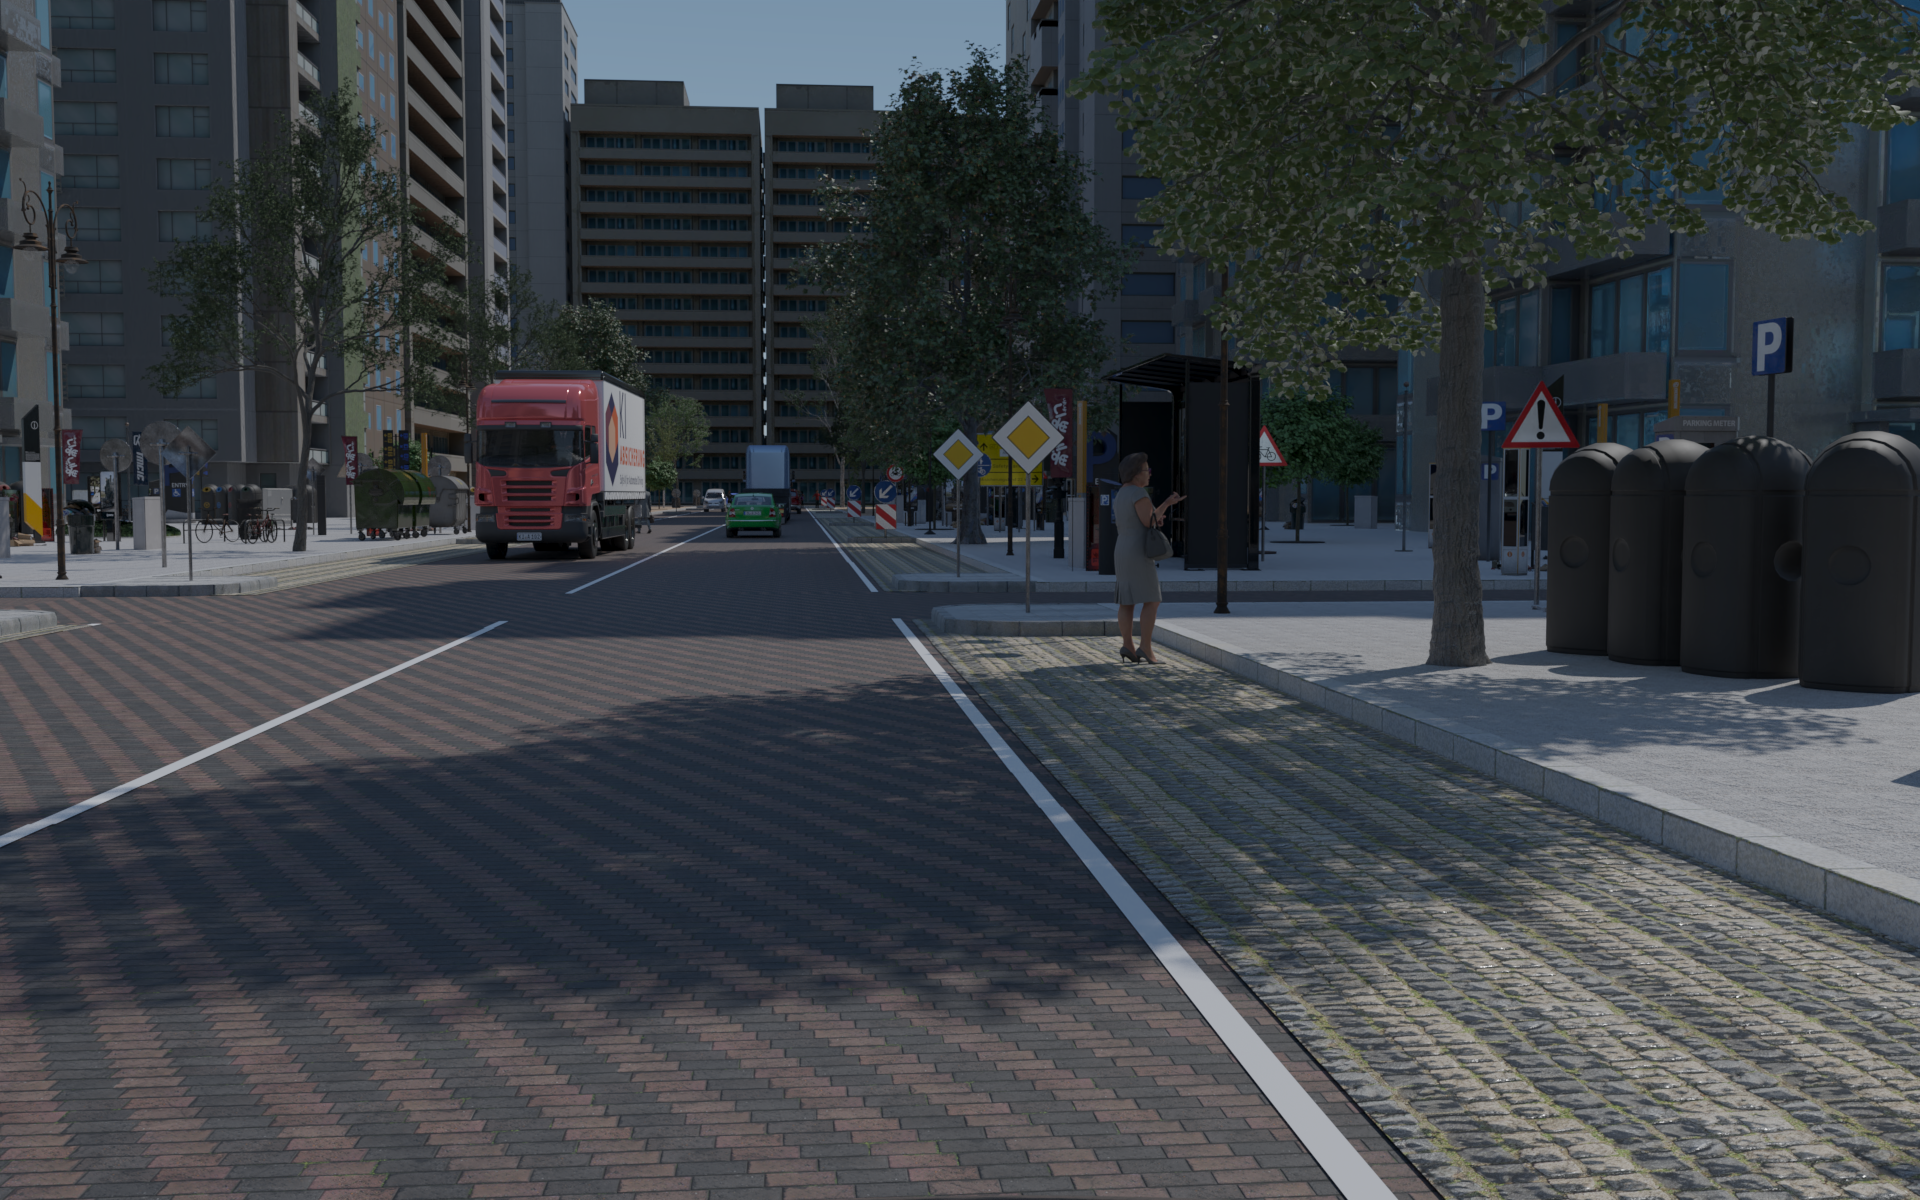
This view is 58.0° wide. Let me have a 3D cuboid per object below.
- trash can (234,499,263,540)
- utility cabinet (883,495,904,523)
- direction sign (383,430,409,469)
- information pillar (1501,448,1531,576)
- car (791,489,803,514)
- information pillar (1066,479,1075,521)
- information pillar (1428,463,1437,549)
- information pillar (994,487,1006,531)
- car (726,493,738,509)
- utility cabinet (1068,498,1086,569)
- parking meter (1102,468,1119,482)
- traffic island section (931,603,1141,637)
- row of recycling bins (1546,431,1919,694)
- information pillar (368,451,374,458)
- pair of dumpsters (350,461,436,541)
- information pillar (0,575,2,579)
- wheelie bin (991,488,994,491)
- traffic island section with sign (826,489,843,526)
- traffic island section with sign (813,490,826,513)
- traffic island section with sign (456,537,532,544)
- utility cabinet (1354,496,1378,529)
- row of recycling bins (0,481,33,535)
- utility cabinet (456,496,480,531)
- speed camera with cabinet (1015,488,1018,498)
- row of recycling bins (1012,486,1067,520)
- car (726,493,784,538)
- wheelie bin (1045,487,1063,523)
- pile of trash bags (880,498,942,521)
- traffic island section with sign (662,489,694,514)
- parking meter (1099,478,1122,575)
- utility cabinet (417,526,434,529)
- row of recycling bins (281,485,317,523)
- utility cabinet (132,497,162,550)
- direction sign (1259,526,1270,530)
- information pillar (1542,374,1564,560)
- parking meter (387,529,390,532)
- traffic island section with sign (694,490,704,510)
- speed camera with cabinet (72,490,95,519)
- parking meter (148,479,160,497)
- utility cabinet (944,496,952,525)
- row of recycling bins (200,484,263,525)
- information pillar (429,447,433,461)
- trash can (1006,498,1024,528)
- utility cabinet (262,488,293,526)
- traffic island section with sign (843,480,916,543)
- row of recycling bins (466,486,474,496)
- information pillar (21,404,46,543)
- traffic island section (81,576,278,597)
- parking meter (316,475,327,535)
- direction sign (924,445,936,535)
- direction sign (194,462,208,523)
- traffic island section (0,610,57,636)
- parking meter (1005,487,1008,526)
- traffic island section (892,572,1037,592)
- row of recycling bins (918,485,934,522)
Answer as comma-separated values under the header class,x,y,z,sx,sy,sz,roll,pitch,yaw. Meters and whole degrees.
class,x,y,z,sx,sy,sz,roll,pitch,yaw
trash can,-20.054,-2.276,48.864,0.748,1.137,0.748,0,3,0
utility cabinet,-2.879,-4.029,77.038,1.020,1.237,0.306,1,4,9
direction sign,-19.917,-4.235,61.238,0.876,3.537,0.379,-2,4,-26
information pillar,8.756,-1.395,27.297,0.304,2.012,0.304,-3,5,-41
car,-12.563,-7.168,125.874,2.281,1.827,5.304,0,4,-5
information pillar,5.326,-4.816,83.241,0.304,2.012,0.304,3,5,42
information pillar,11.231,-2.216,40.718,0.304,2.012,0.304,-3,4,-39
information pillar,1.377,-3.400,60.075,0.304,2.012,0.304,2,4,34
car,-22.436,-9.966,172.538,1.945,1.707,3.694,0,4,-6
utility cabinet,2.168,-1.169,30.281,0.306,1.237,1.020,-1,4,-12
parking meter,3.384,-2.028,38.865,0.255,1.863,0.399,-2,4,-34
traffic island section,0.754,0.216,18.746,2.009,0.180,2.903,0,4,-5
row of recycling bins,5.577,-0.344,12.744,1.069,1.692,3.534,-1,4,-17
information pillar,-32.125,-6.297,94.303,0.504,3.616,0.183,-1,4,-10
pair of dumpsters,-16.179,-2.873,49.459,1.574,2.255,4.437,0,4,-5
information pillar,-14.739,-2.138,26.305,0.183,3.616,0.504,-2,4,-34
wheelie bin,1.946,-5.397,96.149,0.980,1.594,0.693,-2,4,-23
traffic island section with sign,-4.905,-4.244,78.017,1.989,1.847,2.006,0,4,-5
traffic island section with sign,-9.673,-7.301,127.992,1.989,1.847,2.006,0,4,-5
traffic island section with sign,-13.415,-2.539,50.140,1.989,1.847,2.006,0,4,-5
utility cabinet,15.045,-3.243,64.184,0.306,1.237,1.020,-2,4,-24
row of recycling bins,-30.288,-2.855,53.791,1.069,1.692,3.534,1,4,19
utility cabinet,-17.404,-3.065,61.268,0.306,1.237,1.020,2,4,35
speed camera with cabinet,3.860,-6.087,93.864,2.038,3.252,0.660,3,5,43
row of recycling bins,3.555,-4.816,85.852,3.534,1.692,1.069,2,4,32
car,-6.916,-3.028,58.309,1.959,1.807,4.718,0,4,-5
wheelie bin,4.191,-4.272,77.756,0.980,1.594,0.693,3,5,43
pile of trash bags,-2.782,-5.049,92.305,3.447,1.369,1.912,-3,5,-43
traffic island section with sign,-20.745,-7.237,126.948,1.989,1.847,2.006,0,4,-5
parking meter,2.393,-1.170,27.535,0.372,1.533,0.369,0,3,0
utility cabinet,-19.299,-3.108,61.983,1.020,1.237,0.306,0,4,-2
row of recycling bins,-29.629,-4.301,77.437,1.069,1.692,3.534,-2,4,-35
utility cabinet,-18.851,-1.773,40.157,0.306,1.237,1.020,0,4,-5
direction sign,10.886,-4.273,61.869,0.876,3.537,0.379,0,4,7
information pillar,11.545,-2.601,33.883,0.504,3.616,0.183,1,4,12
parking meter,-18.994,-3.032,57.989,0.372,1.533,0.369,0,3,0
traffic island section with sign,-23.310,-8.878,153.782,1.989,1.847,2.006,0,4,-5
speed camera with cabinet,-38.237,-4.903,74.507,2.038,3.252,0.660,-2,4,-28
parking meter,-32.083,-3.871,69.008,0.255,1.863,0.399,3,5,41
utility cabinet,-0.510,-3.671,71.190,0.306,1.237,1.020,0,4,-5
row of recycling bins,-30.542,-4.008,72.644,3.534,1.692,1.069,2,4,32
information pillar,-26.342,-5.807,86.305,0.183,3.616,0.504,-2,4,-26
trash can,2.089,-3.310,65.775,0.748,1.137,0.748,0,3,0
utility cabinet,-26.924,-3.651,68.378,0.318,1.500,1.173,2,4,29
traffic island section with sign,-2.341,-2.603,51.184,1.989,1.847,2.006,0,4,-5
row of recycling bins,-21.137,-4.390,78.887,3.534,1.692,1.069,-2,4,-33
information pillar,-24.070,-3.277,44.940,0.183,3.616,0.504,1,4,22
traffic island section,-11.395,-0.204,25.617,2.009,0.180,2.903,0,4,-5
parking meter,-19.875,-2.948,53.916,0.255,1.863,0.399,-1,4,-19
direction sign,-0.951,-3.843,54.832,0.379,3.537,0.876,0,4,3
direction sign,-34.069,-5.246,77.773,0.379,3.537,0.876,1,4,16
traffic island section,-10.636,0.282,17.668,2.009,0.180,2.903,0,4,-5
parking meter,1.801,-3.907,69.593,0.255,1.863,0.399,2,4,35
traffic island section,-0.005,-0.270,26.696,2.009,0.180,2.903,0,4,-5
row of recycling bins,-1.866,-4.441,79.720,1.069,1.692,3.534,1,4,9
